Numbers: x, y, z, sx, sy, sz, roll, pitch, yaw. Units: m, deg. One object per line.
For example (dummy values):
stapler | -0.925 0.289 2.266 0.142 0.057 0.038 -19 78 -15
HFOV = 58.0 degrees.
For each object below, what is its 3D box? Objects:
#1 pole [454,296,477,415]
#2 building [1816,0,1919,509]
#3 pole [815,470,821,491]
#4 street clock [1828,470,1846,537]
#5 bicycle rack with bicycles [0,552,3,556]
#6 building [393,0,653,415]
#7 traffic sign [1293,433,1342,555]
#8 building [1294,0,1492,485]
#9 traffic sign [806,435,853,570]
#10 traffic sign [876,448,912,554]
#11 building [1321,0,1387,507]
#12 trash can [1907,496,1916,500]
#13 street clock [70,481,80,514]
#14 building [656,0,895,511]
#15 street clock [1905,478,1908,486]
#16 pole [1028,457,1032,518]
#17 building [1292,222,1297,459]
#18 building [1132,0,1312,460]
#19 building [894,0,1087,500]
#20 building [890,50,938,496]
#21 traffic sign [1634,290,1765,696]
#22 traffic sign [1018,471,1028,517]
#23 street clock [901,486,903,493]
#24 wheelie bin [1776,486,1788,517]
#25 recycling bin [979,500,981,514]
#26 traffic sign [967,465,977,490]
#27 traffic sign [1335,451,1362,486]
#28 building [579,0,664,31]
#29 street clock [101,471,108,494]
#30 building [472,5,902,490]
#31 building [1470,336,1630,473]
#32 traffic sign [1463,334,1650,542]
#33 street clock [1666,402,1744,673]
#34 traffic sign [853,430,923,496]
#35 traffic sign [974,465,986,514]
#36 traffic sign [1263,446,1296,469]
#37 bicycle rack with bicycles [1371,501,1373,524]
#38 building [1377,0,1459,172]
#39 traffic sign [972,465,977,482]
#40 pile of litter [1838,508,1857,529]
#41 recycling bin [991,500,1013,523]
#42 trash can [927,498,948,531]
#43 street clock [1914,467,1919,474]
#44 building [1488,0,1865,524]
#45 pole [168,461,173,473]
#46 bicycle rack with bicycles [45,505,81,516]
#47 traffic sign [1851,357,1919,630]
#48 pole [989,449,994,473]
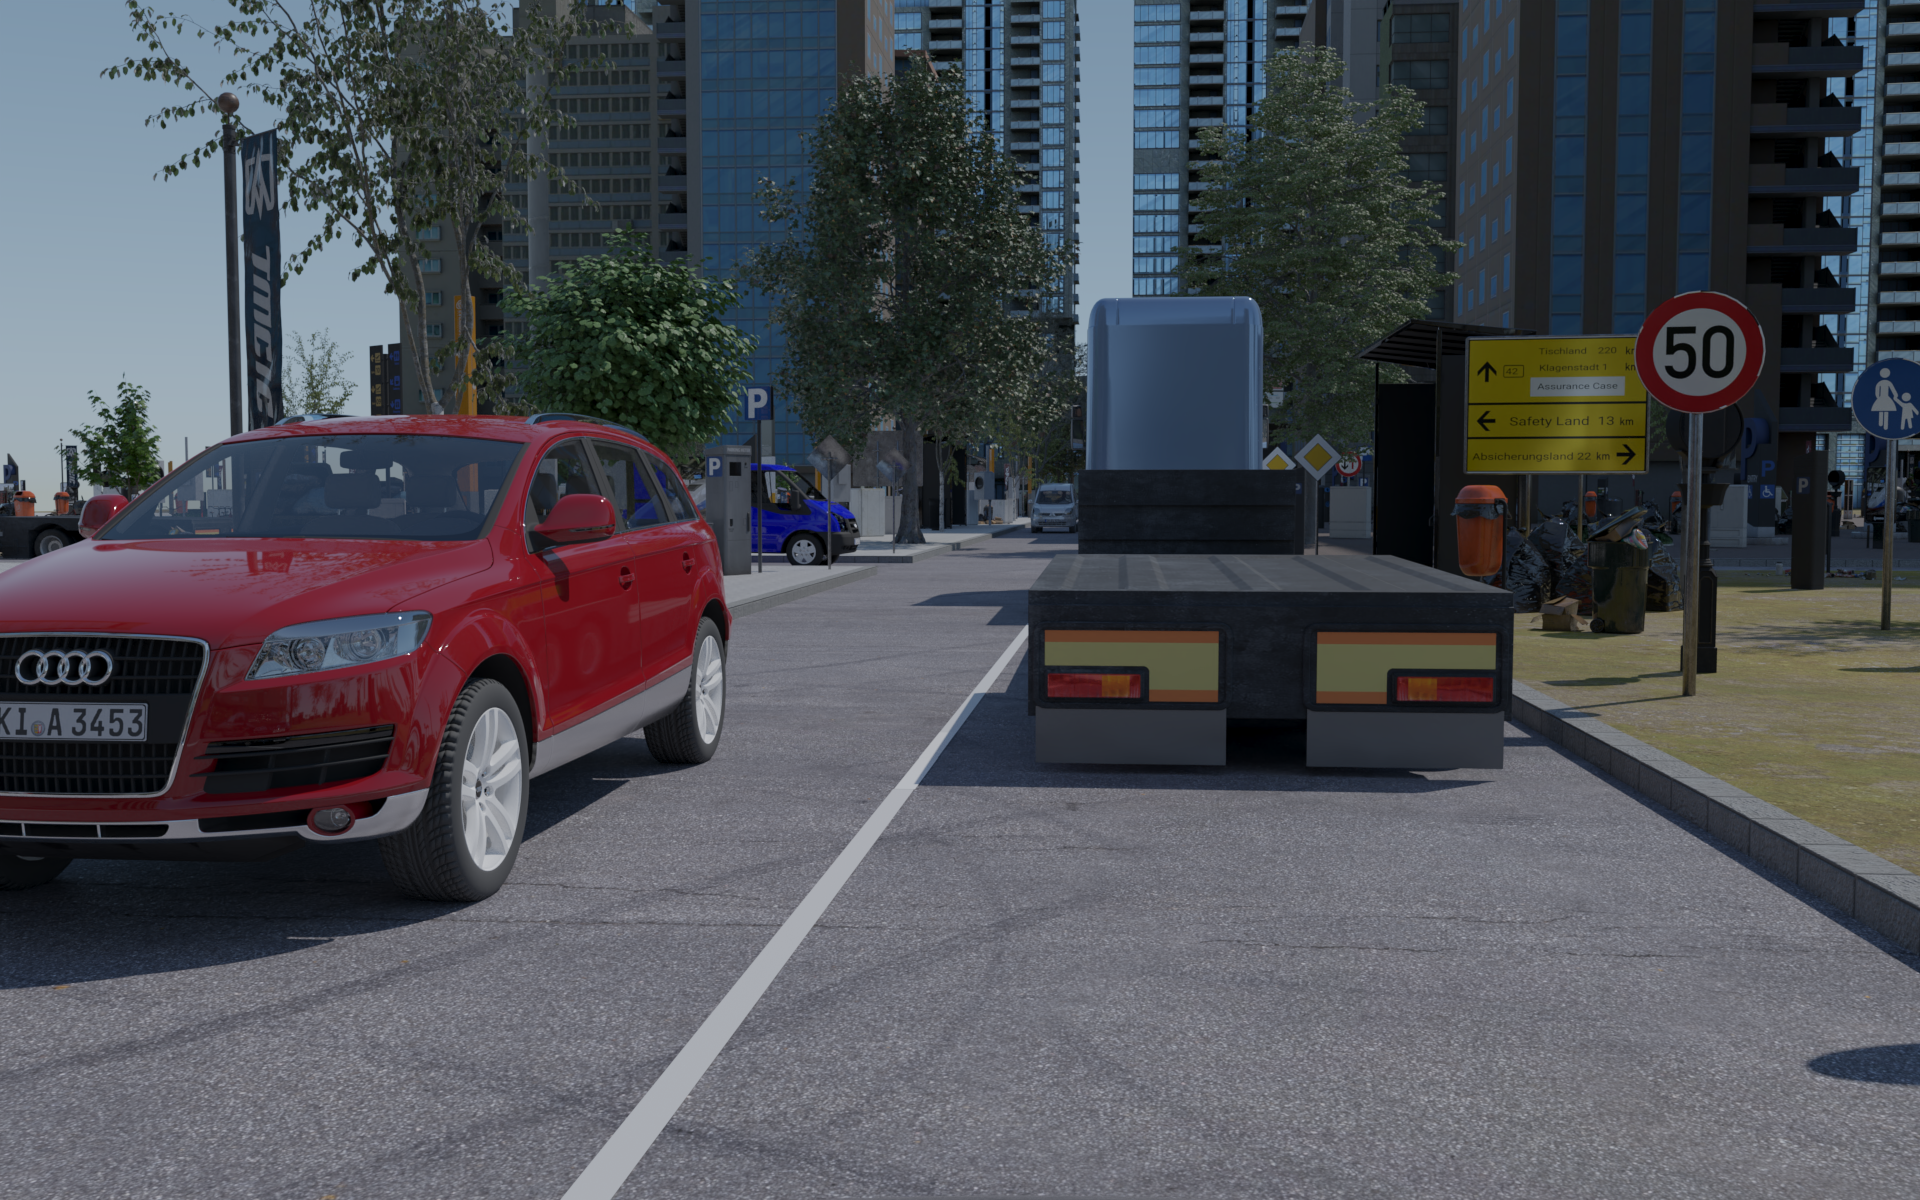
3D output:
pole | -5.100 -1.473 17.925 0.158 3.312 0.155 0 3 0
building | 79.616 -51.623 156.703 31.000 86.520 22.319 0 4 6
pole | -5.544 -4.513 67.636 0.158 3.312 0.155 0 3 0
street clock | 26.398 -2.913 52.202 0.358 2.002 0.471 -1 4 -17
bicycle rack with bicycles | -6.896 0.161 10.743 2.852 0.926 2.925 2 4 25
building | -40.990 -33.467 170.891 21.600 48.544 21.300 0 4 6
traffic sign | 5.888 -1.524 28.562 0.795 2.450 0.064 0 4 6
building | 37.251 -30.709 152.200 14.600 45.320 14.200 0 4 6
traffic sign | -2.214 -1.575 29.386 0.795 2.450 0.064 0 4 6
traffic sign | -1.424 -2.061 37.332 0.795 2.450 0.064 0 4 6
building | 38.206 -35.970 130.109 21.231 58.520 28.212 0 4 6
trash can | 58.595 -5.812 106.676 0.748 1.137 0.748 0 3 0
street clock | -45.914 -5.216 89.850 0.471 2.002 0.358 -1 4 -12
building | -12.378 -28.838 121.615 14.600 45.320 14.200 0 4 6
street clock | 40.098 -4.184 72.974 0.471 2.002 0.358 3 5 43
pole | 3.753 -6.078 93.219 0.158 3.312 0.155 0 3 0
building | 39.017 -24.157 166.675 14.160 30.474 14.107 0 4 6
building | 33.075 -55.111 213.734 31.000 86.520 22.319 0 4 6
building | 1.966 -55.333 217.372 31.000 86.520 22.319 0 4 6
building | -15.184 -31.398 167.989 28.867 44.769 22.147 0 4 6
traffic sign | 4.641 -0.663 10.948 0.768 2.556 0.104 1 4 14
traffic sign | 3.493 -5.828 95.397 0.768 2.556 0.104 1 4 12
street clock | -2.149 -3.900 68.336 0.358 2.002 0.471 -3 5 -41
wheelie bin | 32.080 -3.688 68.204 0.980 1.594 0.693 -2 4 -29
recycling bin | 0.555 -4.119 79.903 0.722 1.027 0.722 0 4 -8
traffic sign | 0.350 -4.611 75.502 0.768 2.556 0.104 1 4 12
traffic sign | 11.467 -3.123 51.163 0.768 2.556 0.104 1 4 8
building | -43.347 -55.604 221.795 31.000 86.520 22.319 0 4 6
street clock | -25.871 -2.935 52.562 0.471 2.002 0.358 -2 4 -33
building | -20.034 -27.514 141.733 32.217 40.220 23.993 0 4 6
building | 63.792 -36.308 213.251 30.456 49.044 23.786 0 4 6
traffic sign | 7.649 -1.737 22.267 2.265 3.308 0.079 1 4 12
street clock | 5.329 -0.481 12.440 0.471 2.002 0.358 0 4 -2
traffic sign | -2.317 -3.769 55.500 2.265 3.308 0.079 0 4 6
traffic sign | 0.816 -4.668 76.432 0.768 2.556 0.104 1 4 12
traffic sign | 6.678 -2.010 36.508 0.795 2.450 0.064 0 4 6
bicycle rack with bicycles | 17.924 -3.782 75.214 2.852 0.926 2.925 -3 5 -40
building | 31.496 -20.223 102.351 14.160 30.474 14.107 0 4 6
traffic sign | 0.712 -4.701 76.868 0.884 2.594 0.081 1 4 11
pile of litter | 32.501 -3.046 63.771 1.719 0.858 1.176 -2 4 -30
recycling bin | 1.840 -3.876 75.933 0.722 1.027 0.722 3 4 36
trash can | -0.778 -3.015 60.945 0.748 1.137 0.748 0 3 0
street clock | 26.045 -2.592 46.953 0.358 2.002 0.471 0 4 4
building | 31.300 -26.274 79.696 14.600 45.320 14.200 0 4 6
pole | -50.460 -7.142 110.612 0.158 3.312 0.155 0 3 0
bicycle rack with bicycles | -29.373 -2.805 59.242 2.925 0.926 2.852 0 4 8
traffic sign | 8.732 -0.988 16.263 0.768 2.556 0.104 1 4 9
pole | 1.434 -5.161 78.227 0.158 3.312 0.155 0 3 0
